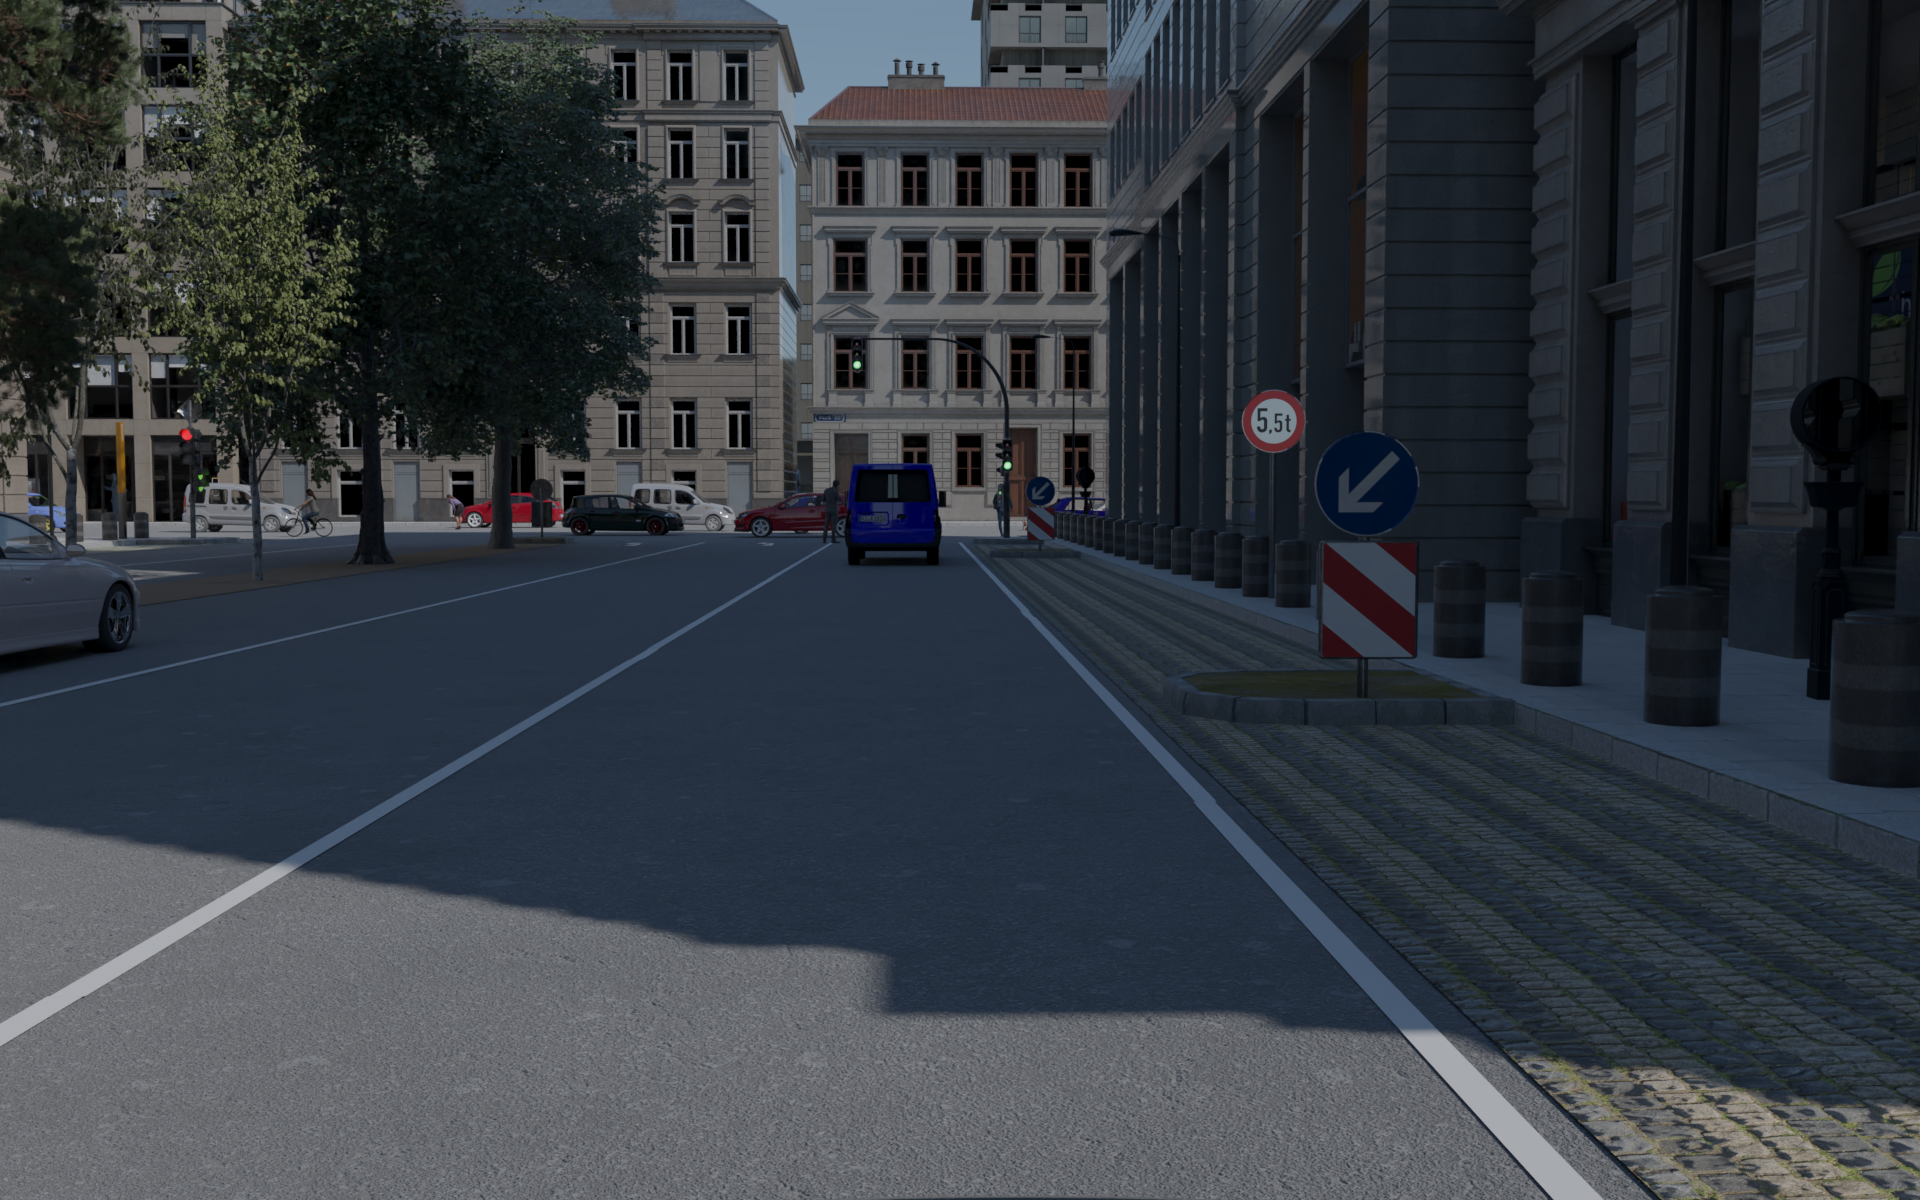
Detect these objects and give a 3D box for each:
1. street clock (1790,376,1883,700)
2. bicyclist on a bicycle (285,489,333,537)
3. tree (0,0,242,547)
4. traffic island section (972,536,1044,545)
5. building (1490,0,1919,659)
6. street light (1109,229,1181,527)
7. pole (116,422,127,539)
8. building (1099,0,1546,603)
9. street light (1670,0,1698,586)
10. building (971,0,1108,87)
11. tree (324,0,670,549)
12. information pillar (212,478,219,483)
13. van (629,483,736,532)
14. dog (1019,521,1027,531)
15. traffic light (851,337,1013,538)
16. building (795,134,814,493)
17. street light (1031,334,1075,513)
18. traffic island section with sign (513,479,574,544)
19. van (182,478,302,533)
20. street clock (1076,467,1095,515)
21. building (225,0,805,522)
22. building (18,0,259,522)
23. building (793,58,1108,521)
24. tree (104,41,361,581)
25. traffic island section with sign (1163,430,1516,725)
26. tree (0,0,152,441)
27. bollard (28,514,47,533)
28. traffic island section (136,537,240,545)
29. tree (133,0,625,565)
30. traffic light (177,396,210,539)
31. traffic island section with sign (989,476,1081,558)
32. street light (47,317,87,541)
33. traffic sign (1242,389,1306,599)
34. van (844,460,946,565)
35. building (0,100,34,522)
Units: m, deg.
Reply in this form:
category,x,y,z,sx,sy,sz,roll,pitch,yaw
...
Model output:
category,x,y,z,sx,sy,sz,roll,pitch,yaw
street clock,5.438,-0.381,10.801,0.471,2.002,0.358,0,4,8
bicyclist on a bicycle,-21.809,-2.931,57.946,1.625,1.676,1.499,0,4,0
tree,-11.836,-4.295,23.049,4.360,8.622,3.978,0,3,0
traffic island section,1.378,-1.734,50.638,2.009,0.180,2.903,0,4,-2
building,11.347,-11.063,9.752,11.050,23.489,19.941,0,4,-2
street light,3.303,-3.545,30.504,1.470,5.913,1.316,0,4,-2
pole,-23.819,-3.385,49.190,0.158,3.312,0.155,0,3,0
building,9.943,-15.712,34.377,11.434,29.767,29.804,0,4,-2
street light,3.859,-2.319,10.461,1.470,5.913,1.316,0,4,-2
building,15.830,-35.236,165.342,28.713,52.752,27.495,0,4,-2
tree,-11.999,-8.306,44.918,9.857,13.997,8.962,0,3,0
information pillar,-33.627,-4.514,78.293,0.304,2.012,0.304,-1,4,-20
van,-10.762,-3.671,67.035,4.112,2.044,2.013,0,4,-1
dog,2.698,-2.903,67.654,0.748,0.427,0.550,2,4,33
traffic light,-0.751,-4.627,50.326,4.771,5.953,1.251,0,4,-2
building,-23.989,-40.490,251.245,27.495,52.752,28.713,0,4,-2
street light,2.772,-4.771,50.548,1.470,5.913,1.316,0,4,-2
traffic island section with sign,-12.330,-2.592,50.513,2.006,1.907,1.989,0,4,-2
van,-27.014,-3.564,65.276,4.112,2.044,2.013,0,4,-3
street clock,3.401,-2.592,46.954,0.471,2.002,0.358,-1,4,-17
building,-20.473,-17.561,84.386,25.104,27.353,12.463,0,4,-2
building,-50.317,-17.292,87.232,34.151,26.468,19.350,0,4,-2
building,2.820,-15.251,85.504,21.152,22.565,11.583,0,4,-2
tree,-11.507,-4.599,28.012,4.737,8.622,4.395,0,3,0
traffic island section with sign,2.419,-0.182,11.603,1.989,1.847,2.006,0,4,-2
tree,-11.355,-5.670,17.216,6.751,12.117,7.091,0,3,0
bollard,-23.584,-1.809,44.287,0.404,0.777,0.398,0,3,0
traffic island section,-22.155,-1.696,50.018,2.009,0.180,2.903,0,4,-2
tree,-12.002,-7.075,35.137,9.611,12.733,9.660,0,3,0
traffic light,-22.115,-3.729,49.885,0.839,4.253,0.868,0,4,-2
traffic island section with sign,1.669,-1.880,39.363,1.989,1.847,2.006,0,4,-2
street light,-23.465,-4.470,45.628,1.470,5.913,1.316,0,4,-2
traffic sign,3.831,-1.291,21.216,0.768,2.556,0.104,0,4,6
van,-1.386,-1.978,36.717,2.240,2.365,5.245,0,4,-1
building,-35.357,-15.598,40.928,20.117,28.700,13.634,0,4,-2
